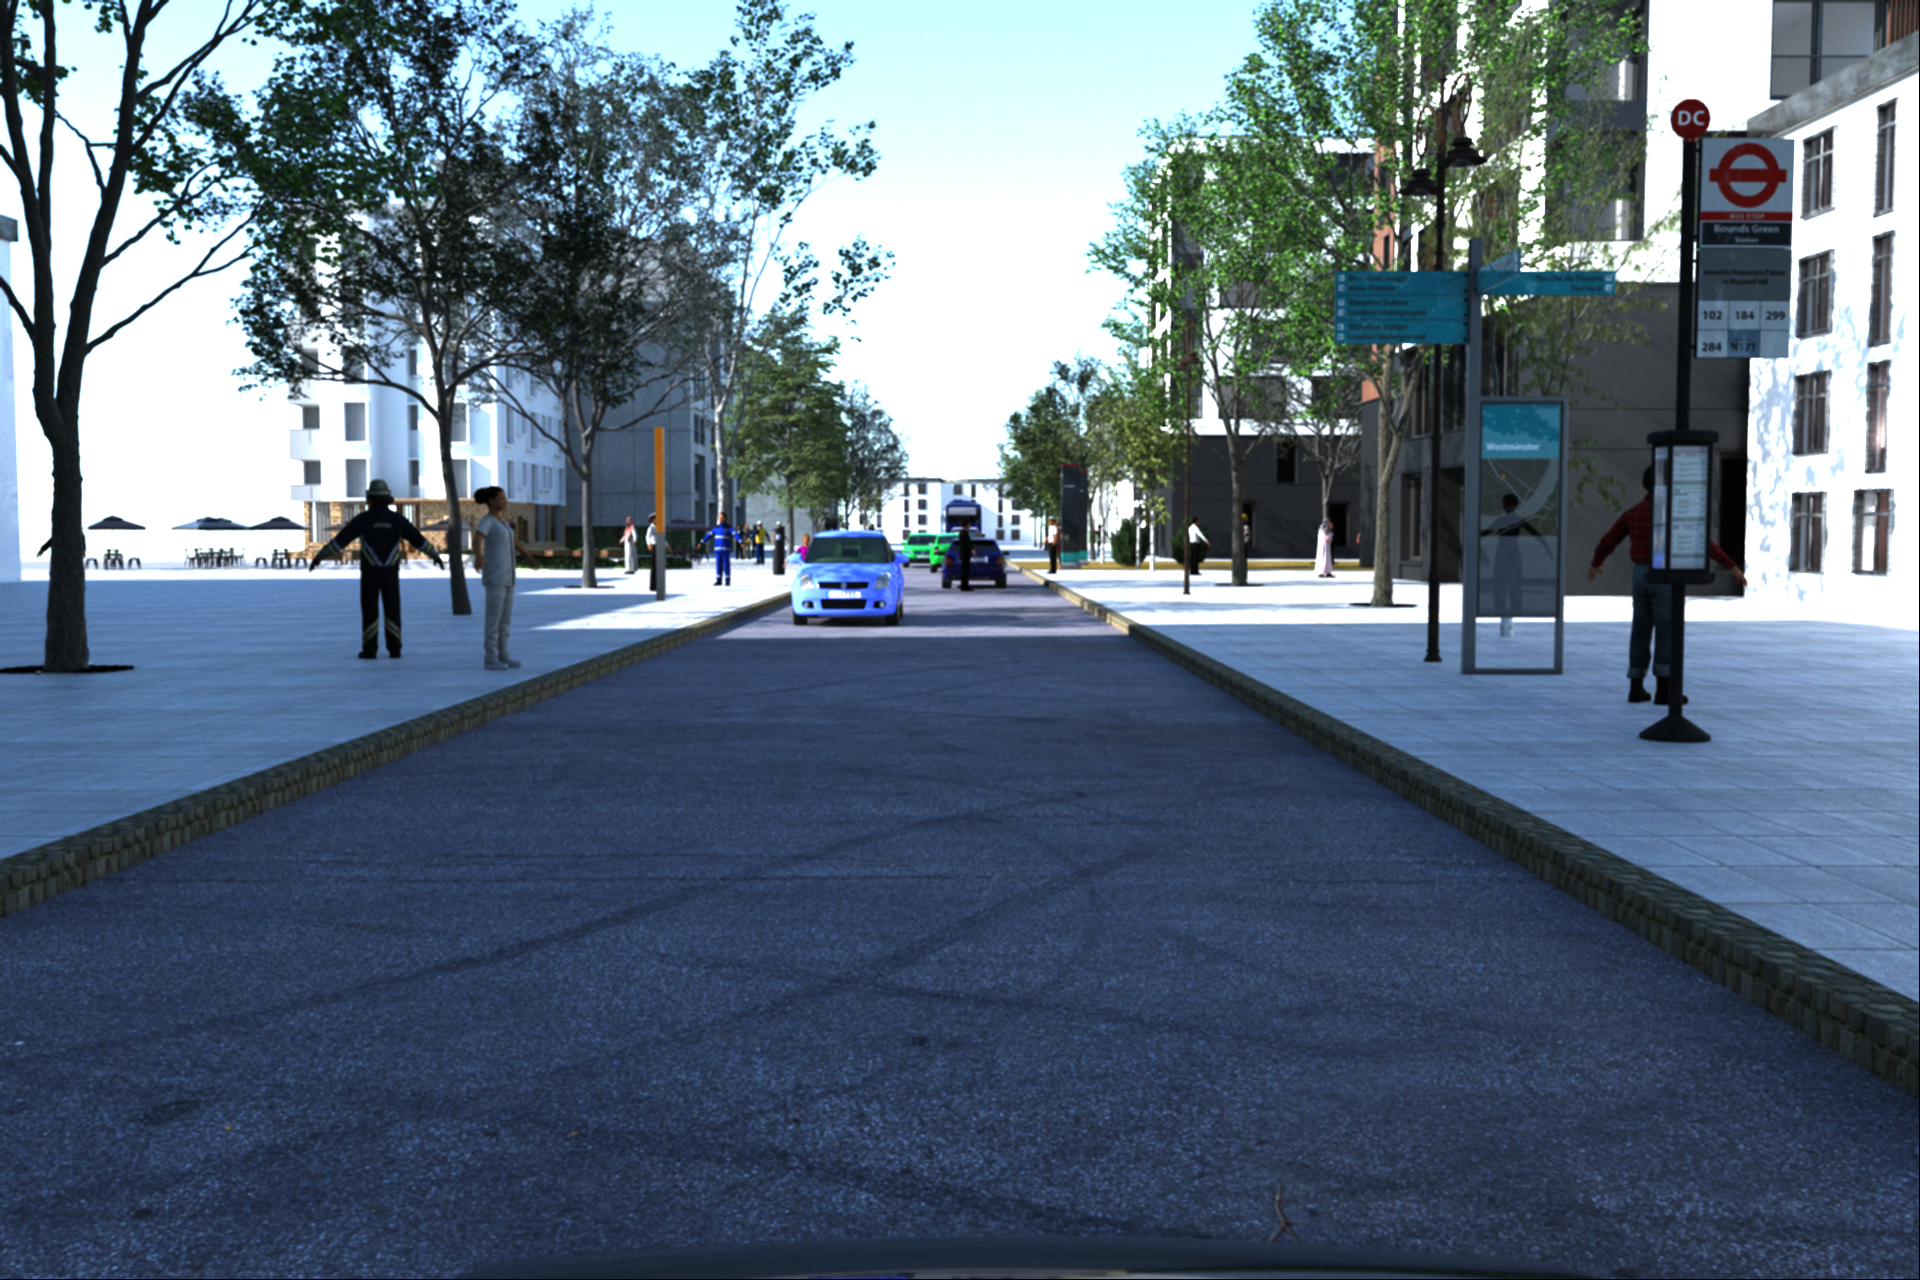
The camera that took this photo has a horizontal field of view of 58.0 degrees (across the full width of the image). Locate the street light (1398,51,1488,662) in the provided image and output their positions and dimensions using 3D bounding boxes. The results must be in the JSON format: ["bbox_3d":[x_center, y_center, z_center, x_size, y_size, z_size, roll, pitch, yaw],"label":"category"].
[{"bbox_3d":[4.764,-2.720,17.268,0.468,5.910,1.993,0,4,-1],"label":"street light"}]

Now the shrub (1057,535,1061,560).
[{"bbox_3d":[4.998,-4.576,79.233,1.690,2.028,1.600,0,3,0],"label":"shrub"}]

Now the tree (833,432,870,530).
[{"bbox_3d":[-8.765,-10.499,122.026,4.360,8.622,3.978,0,3,0],"label":"tree"}]

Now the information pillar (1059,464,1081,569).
[{"bbox_3d":[4.086,-4.576,64.201,0.750,3.857,0.750,0,4,-1],"label":"information pillar"}]

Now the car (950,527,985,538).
[{"bbox_3d":[0.262,-5.299,95.319,2.281,1.827,5.304,0,4,-1],"label":"car"}]

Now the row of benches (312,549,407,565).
[{"bbox_3d":[-25.451,-3.535,73.257,4.104,0.672,1.422,-3,5,-44],"label":"row of benches"}]

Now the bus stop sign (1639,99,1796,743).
[{"bbox_3d":[4.697,-1.347,10.731,0.855,3.939,0.416,0,4,0],"label":"bus stop sign"}]

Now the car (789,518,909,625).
[{"bbox_3d":[-1.797,-1.149,28.372,1.945,1.707,3.694,0,4,0],"label":"car"}]

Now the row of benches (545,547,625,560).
[{"bbox_3d":[-16.973,-3.893,79.107,4.104,0.672,1.422,-3,5,-44],"label":"row of benches"}]

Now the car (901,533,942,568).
[{"bbox_3d":[-1.583,-4.065,75.258,1.959,1.807,4.718,0,4,-1],"label":"car"}]

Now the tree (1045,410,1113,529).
[{"bbox_3d":[6.380,-9.132,99.675,4.360,8.622,3.978,0,3,0],"label":"tree"}]

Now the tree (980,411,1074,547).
[{"bbox_3d":[7.257,-15.677,166.681,12.009,13.543,11.850,0,3,0],"label":"tree"}]

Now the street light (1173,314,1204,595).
[{"bbox_3d":[4.814,-3.904,36.617,0.468,5.910,1.993,0,4,0],"label":"street light"}]

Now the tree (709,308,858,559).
[{"bbox_3d":[-8.832,-10.386,87.932,7.486,12.596,7.792,0,3,0],"label":"tree"}]

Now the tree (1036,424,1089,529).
[{"bbox_3d":[6.832,-10.057,114.790,4.737,8.622,4.395,0,3,0],"label":"tree"}]

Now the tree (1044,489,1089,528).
[{"bbox_3d":[16.248,-20.736,257.164,7.486,12.596,7.792,0,3,0],"label":"tree"}]

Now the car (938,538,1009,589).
[{"bbox_3d":[0.374,-2.099,46.892,1.945,1.354,3.894,0,3,0],"label":"car"}]

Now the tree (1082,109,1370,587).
[{"bbox_3d":[6.817,-7.152,42.692,9.928,11.665,9.643,0,3,0],"label":"tree"}]

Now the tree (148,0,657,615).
[{"bbox_3d":[-8.280,-5.682,27.311,7.601,10.594,8.767,0,4,1],"label":"tree"}]

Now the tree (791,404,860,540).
[{"bbox_3d":[-8.052,-9.004,97.572,4.737,8.622,4.395,0,3,0],"label":"tree"}]

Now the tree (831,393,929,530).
[{"bbox_3d":[-8.336,-14.697,150.669,12.009,13.543,11.850,0,3,0],"label":"tree"}]

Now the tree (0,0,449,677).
[{"bbox_3d":[-8.222,-5.501,15.691,9.928,11.665,9.643,0,3,0],"label":"tree"}]

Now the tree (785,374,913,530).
[{"bbox_3d":[-8.537,-13.565,132.159,12.009,13.543,11.850,0,3,0],"label":"tree"}]

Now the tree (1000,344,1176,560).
[{"bbox_3d":[6.454,-9.195,84.756,8.767,10.594,7.601,-1,4,-13],"label":"tree"}]

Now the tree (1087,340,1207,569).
[{"bbox_3d":[6.882,-6.962,64.199,4.737,8.622,4.395,0,3,0],"label":"tree"}]

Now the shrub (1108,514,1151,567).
[{"bbox_3d":[6.685,-3.928,68.258,1.661,2.075,1.752,0,3,0],"label":"shrub"}]

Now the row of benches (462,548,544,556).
[{"bbox_3d":[-20.166,-3.701,75.967,4.104,0.672,1.422,-1,4,-13],"label":"row of benches"}]

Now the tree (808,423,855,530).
[{"bbox_3d":[-8.274,-9.607,107.438,4.737,8.622,4.395,0,3,0],"label":"tree"}]

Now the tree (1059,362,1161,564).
[{"bbox_3d":[5.999,-7.634,75.178,4.360,8.622,3.978,0,3,0],"label":"tree"}]

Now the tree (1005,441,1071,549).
[{"bbox_3d":[7.444,-13.364,152.906,7.601,10.594,8.767,-2,4,-32],"label":"tree"}]

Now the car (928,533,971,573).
[{"bbox_3d":[-0.233,-3.466,65.470,1.959,1.807,4.718,0,4,0],"label":"car"}]

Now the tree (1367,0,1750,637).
[{"bbox_3d":[6.762,-4.362,21.677,4.360,8.622,3.978,0,3,0],"label":"tree"}]

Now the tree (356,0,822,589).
[{"bbox_3d":[-8.883,-7.970,40.675,12.009,13.543,11.850,0,3,0],"label":"tree"}]

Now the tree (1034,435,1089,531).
[{"bbox_3d":[7.305,-10.618,123.969,4.737,8.622,4.395,0,3,0],"label":"tree"}]

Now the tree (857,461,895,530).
[{"bbox_3d":[-8.588,-13.206,166.272,4.737,8.622,4.395,0,3,0],"label":"tree"}]

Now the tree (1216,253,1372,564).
[{"bbox_3d":[15.676,-9.988,73.670,12.009,13.543,11.850,0,3,0],"label":"tree"}]

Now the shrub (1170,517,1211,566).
[{"bbox_3d":[9.188,-3.956,69.098,1.690,2.028,1.600,0,3,0],"label":"shrub"}]

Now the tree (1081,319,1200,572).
[{"bbox_3d":[6.349,-6.616,58.538,4.737,8.622,4.395,0,3,0],"label":"tree"}]

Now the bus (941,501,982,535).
[{"bbox_3d":[0.102,-8.292,127.124,2.896,3.916,12.251,0,4,-1],"label":"bus"}]

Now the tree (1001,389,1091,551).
[{"bbox_3d":[6.819,-13.254,134.836,7.486,12.596,7.792,0,3,0],"label":"tree"}]

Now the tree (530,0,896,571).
[{"bbox_3d":[-7.991,-12.340,57.654,12.611,20.169,13.585,0,3,0],"label":"tree"}]

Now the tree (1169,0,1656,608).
[{"bbox_3d":[7.673,-6.399,30.384,9.928,11.665,9.643,0,3,0],"label":"tree"}]

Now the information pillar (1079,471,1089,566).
[{"bbox_3d":[4.890,-4.986,70.897,0.750,3.857,0.750,0,4,0],"label":"information pillar"}]
